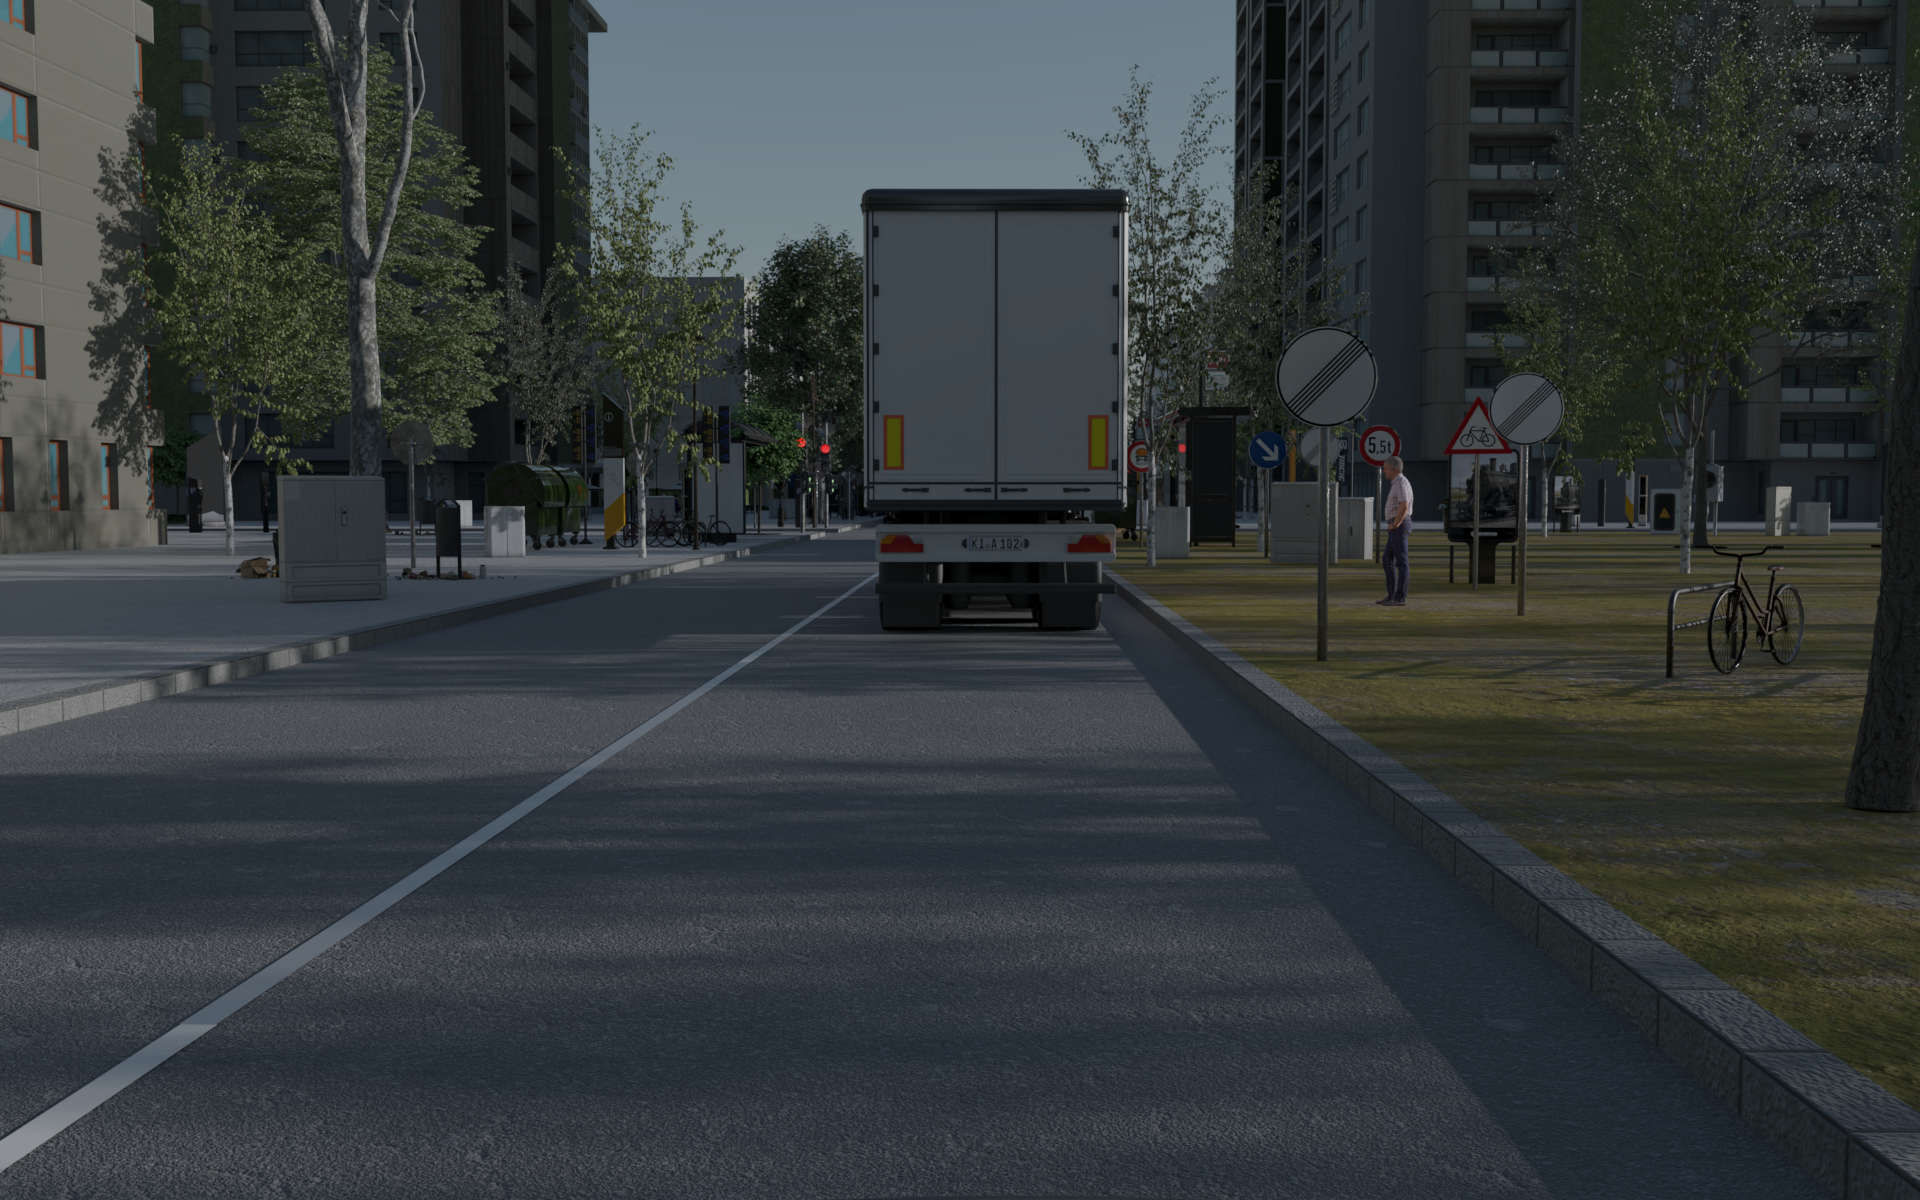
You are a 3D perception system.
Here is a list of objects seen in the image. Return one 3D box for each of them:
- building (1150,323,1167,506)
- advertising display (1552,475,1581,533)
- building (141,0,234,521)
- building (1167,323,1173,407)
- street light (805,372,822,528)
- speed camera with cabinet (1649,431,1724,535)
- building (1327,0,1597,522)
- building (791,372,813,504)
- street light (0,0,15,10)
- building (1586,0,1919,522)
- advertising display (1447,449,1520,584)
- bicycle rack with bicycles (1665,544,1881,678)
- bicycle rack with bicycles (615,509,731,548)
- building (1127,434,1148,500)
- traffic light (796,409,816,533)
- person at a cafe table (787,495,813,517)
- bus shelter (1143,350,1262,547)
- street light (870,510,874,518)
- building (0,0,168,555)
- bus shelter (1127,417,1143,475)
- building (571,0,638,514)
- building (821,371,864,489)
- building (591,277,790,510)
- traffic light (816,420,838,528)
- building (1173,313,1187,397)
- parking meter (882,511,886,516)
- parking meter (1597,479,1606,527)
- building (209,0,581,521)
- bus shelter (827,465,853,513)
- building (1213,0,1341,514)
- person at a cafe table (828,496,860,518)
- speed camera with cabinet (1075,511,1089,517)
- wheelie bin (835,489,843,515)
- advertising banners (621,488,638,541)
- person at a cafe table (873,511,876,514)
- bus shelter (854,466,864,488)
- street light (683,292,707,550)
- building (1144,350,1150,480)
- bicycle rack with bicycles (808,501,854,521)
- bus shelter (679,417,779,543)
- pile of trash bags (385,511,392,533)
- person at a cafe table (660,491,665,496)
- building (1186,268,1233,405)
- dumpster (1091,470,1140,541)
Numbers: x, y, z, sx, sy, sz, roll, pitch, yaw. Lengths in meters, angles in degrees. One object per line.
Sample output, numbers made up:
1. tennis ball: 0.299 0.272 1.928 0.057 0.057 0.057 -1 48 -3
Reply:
1. building: 29.080 -20.090 184.898 16.016 20.091 11.380 0 4 1
2. advertising display: 20.150 -3.202 57.573 0.974 1.923 0.123 -1 4 -11
3. building: -41.332 -24.634 86.359 14.086 41.232 14.154 0 4 1
4. building: 29.602 -19.395 173.525 16.016 20.091 11.380 0 4 1
5. street light: -5.545 -5.681 65.669 0.468 5.910 1.993 0 4 1
6. speed camera with cabinet: 22.799 -3.671 54.352 2.038 3.252 0.660 3 4 38
7. building: 26.188 -24.513 84.388 14.086 41.232 14.154 0 4 1
8. building: -27.743 -23.845 246.283 11.380 20.091 16.016 0 4 1
9. street light: -6.637 -2.359 11.355 0.468 5.910 1.993 0 4 1
10. building: 40.425 -24.484 83.908 14.086 41.232 14.154 0 4 1
11. advertising display: 7.484 -1.197 24.779 0.974 1.923 0.123 1 4 17
12. bicycle rack with bicycles: 6.393 0.068 12.274 2.852 0.926 2.925 3 4 39
13. bicycle rack with bicycles: -7.091 -1.787 42.600 2.925 0.926 2.852 -1 4 -15
14. building: 23.793 -18.395 242.907 28.070 9.664 9.099 0 4 1
15. traffic light: -5.214 -4.190 57.431 0.839 4.253 0.868 0 4 1
16. person at a cafe table: -8.818 -5.178 95.523 1.698 1.238 1.726 2 4 29
17. bus shelter: 6.389 -4.167 45.764 2.179 5.291 8.768 0 4 1
18. street light: -4.786 -7.411 93.965 0.468 5.910 1.993 0 4 1
19. building: -34.890 -11.306 29.892 28.899 21.520 27.650 0 4 1
20. bus shelter: 8.784 -6.748 87.966 2.179 5.291 8.768 0 4 1
21. building: -38.397 -25.968 116.458 32.217 40.220 23.993 0 4 1
22. building: -6.302 -23.243 246.473 31.486 18.905 16.747 0 4 1
23. building: -25.529 -17.771 157.013 16.747 18.905 31.486 0 4 1
24. traffic light: -5.037 -4.678 65.414 0.839 4.253 0.868 0 4 1
25. building: 28.774 -18.701 162.181 16.016 20.091 11.380 0 4 1
26. parking meter: -4.536 -5.767 102.702 0.372 1.533 0.369 0 3 0
27. parking meter: 25.324 -3.832 68.359 0.255 1.863 0.399 2 4 23
28. building: -27.983 -19.307 87.379 14.160 30.474 14.107 0 4 1
29. bus shelter: -8.189 -7.923 120.820 1.731 3.624 6.357 0 4 1
30. building: 29.791 -42.198 128.187 20.563 71.187 20.611 0 4 1
31. person at a cafe table: -6.264 -5.252 94.379 1.698 1.524 1.622 -3 4 -37
32. speed camera with cabinet: 5.618 -5.008 76.209 0.660 3.252 2.038 -1 4 -13
33. wheelie bin: -6.981 -5.868 103.857 0.980 1.594 0.693 0 4 -6
34. advertising banners: -9.296 -3.179 48.167 0.090 3.025 2.074 0 4 5
35. person at a cafe table: -6.102 -6.154 111.486 1.698 1.238 1.726 1 4 8
36. bus shelter: -6.308 -7.699 119.808 2.014 3.302 5.546 0 4 1
37. street light: -6.071 -4.090 39.655 0.468 5.910 1.993 0 4 1
38. building: 29.106 -20.802 196.526 16.016 20.091 11.380 0 4 1
39. bicycle rack with bicycles: -6.254 -4.338 84.308 2.852 0.926 2.925 0 4 -5
40. bus shelter: -6.386 -3.319 48.189 2.014 3.302 5.546 0 4 1
41. pile of trash bags: -19.550 -2.874 56.736 1.912 1.369 3.447 0 4 -5
42. person at a cafe table: -22.974 -7.539 131.780 1.622 1.524 1.698 -2 4 -35
43. building: 28.577 -18.001 150.741 16.016 20.091 11.380 0 4 1
44. dumpster: 4.250 -2.789 48.098 1.502 2.255 1.985 0 4 1
